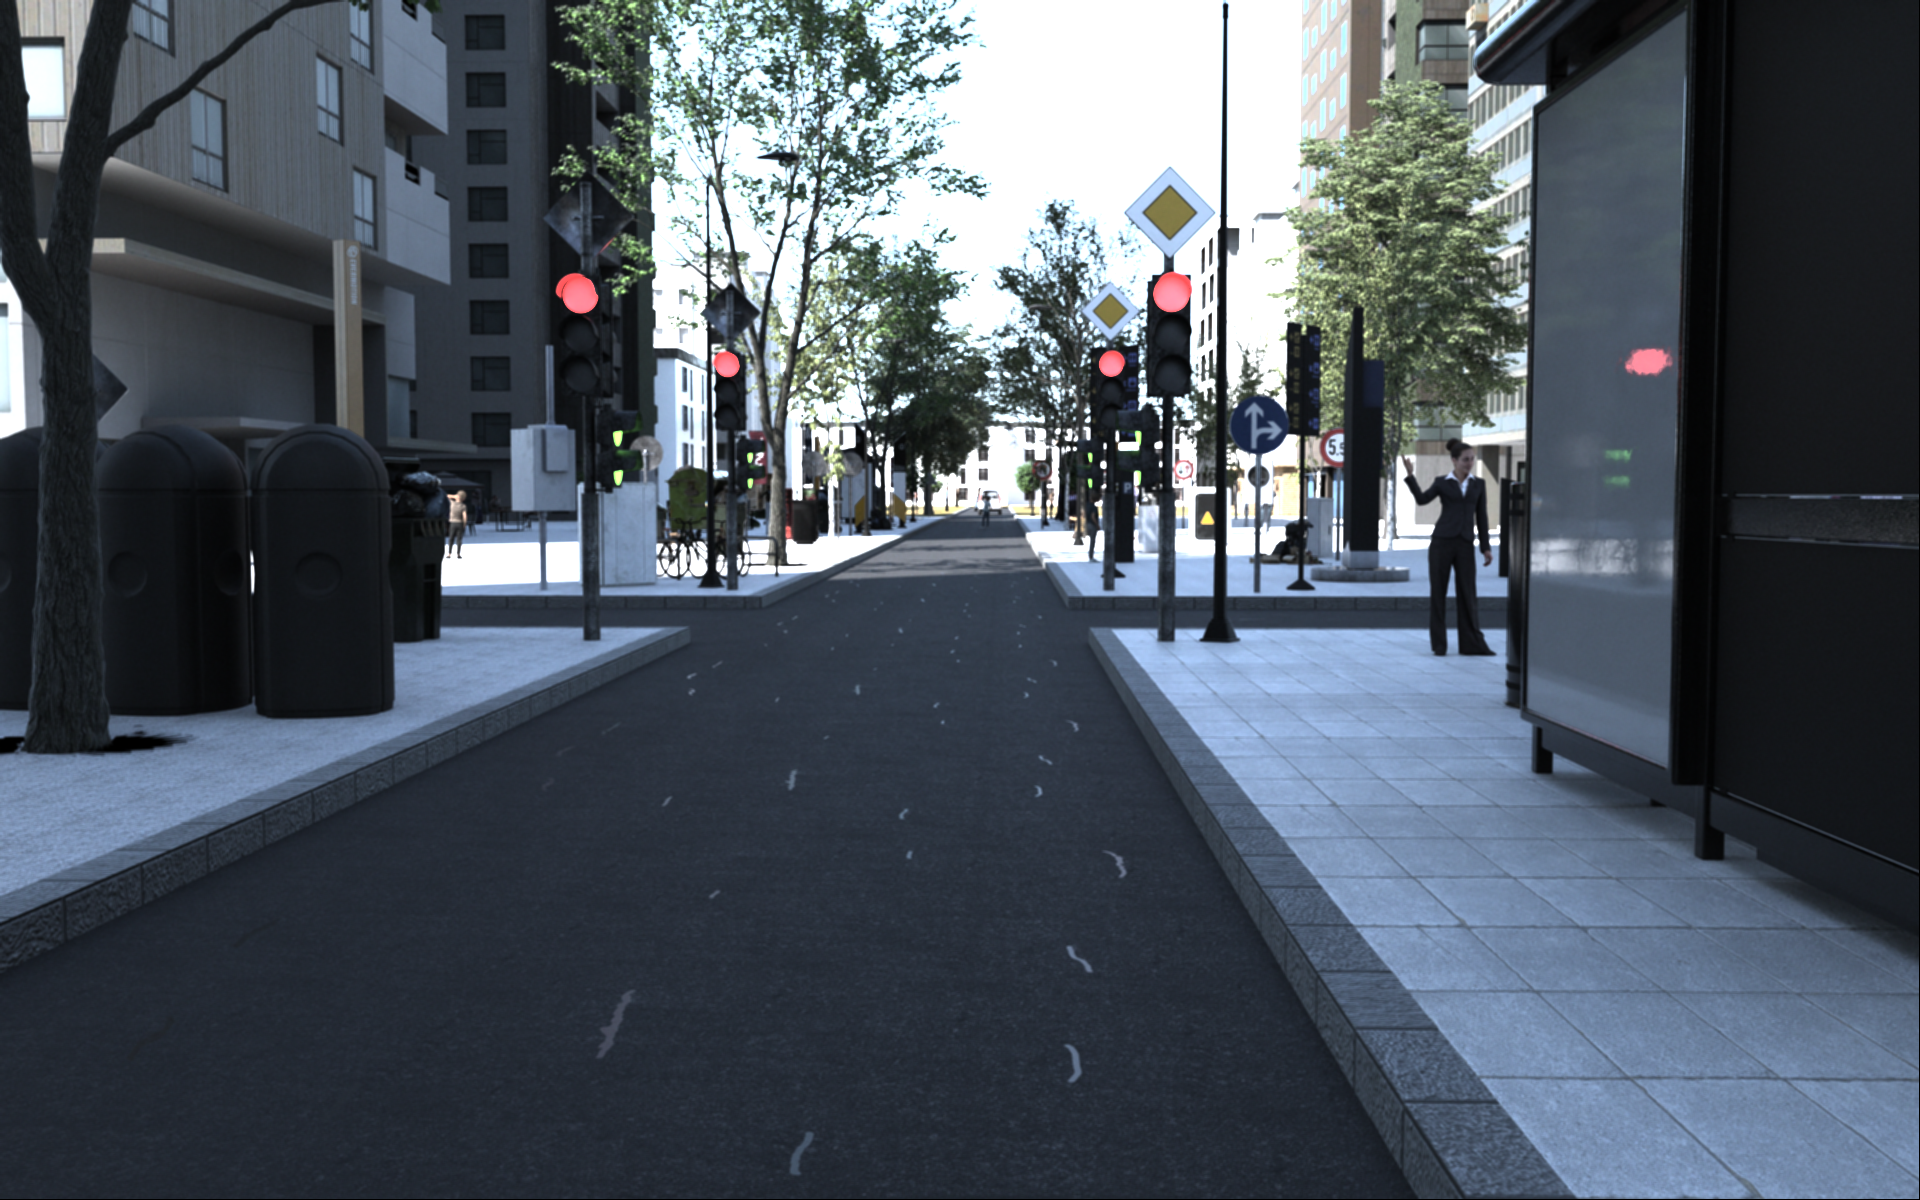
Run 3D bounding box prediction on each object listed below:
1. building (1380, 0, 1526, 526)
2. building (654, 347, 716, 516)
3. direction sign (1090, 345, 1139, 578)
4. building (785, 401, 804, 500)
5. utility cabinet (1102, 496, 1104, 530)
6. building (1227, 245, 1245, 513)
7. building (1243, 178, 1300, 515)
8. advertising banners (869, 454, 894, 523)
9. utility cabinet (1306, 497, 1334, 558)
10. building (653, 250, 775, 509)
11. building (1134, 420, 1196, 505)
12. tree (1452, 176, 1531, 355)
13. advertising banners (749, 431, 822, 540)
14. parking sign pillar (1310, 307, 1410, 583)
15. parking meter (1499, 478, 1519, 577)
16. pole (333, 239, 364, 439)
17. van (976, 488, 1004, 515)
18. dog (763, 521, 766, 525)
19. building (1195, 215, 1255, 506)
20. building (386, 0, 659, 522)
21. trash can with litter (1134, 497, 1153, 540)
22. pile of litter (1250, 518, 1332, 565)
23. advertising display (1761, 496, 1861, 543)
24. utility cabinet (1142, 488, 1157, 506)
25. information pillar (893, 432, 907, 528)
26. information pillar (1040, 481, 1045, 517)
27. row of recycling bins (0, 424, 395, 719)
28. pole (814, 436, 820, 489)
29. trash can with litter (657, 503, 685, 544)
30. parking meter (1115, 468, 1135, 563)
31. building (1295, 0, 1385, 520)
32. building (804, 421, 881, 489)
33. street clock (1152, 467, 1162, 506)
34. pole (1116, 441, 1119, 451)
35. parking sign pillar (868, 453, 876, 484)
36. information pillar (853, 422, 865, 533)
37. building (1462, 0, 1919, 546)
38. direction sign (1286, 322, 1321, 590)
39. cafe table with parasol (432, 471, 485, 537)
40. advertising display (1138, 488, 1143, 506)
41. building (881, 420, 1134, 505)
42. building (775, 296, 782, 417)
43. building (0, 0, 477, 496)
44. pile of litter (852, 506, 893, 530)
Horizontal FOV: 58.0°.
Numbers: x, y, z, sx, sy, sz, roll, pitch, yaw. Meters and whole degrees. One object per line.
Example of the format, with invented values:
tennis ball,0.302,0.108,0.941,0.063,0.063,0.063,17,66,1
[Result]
building,25.585,-18.606,75.908,14.160,30.474,14.107,0,4,1
building,-20.324,-10.463,113.214,9.099,9.664,28.070,0,4,1
direction sign,2.363,-2.117,26.606,0.876,3.537,0.379,3,4,38
building,-28.908,-13.126,156.763,28.070,9.664,9.099,0,4,1
utility cabinet,5.569,-3.099,61.823,1.020,1.237,0.306,3,4,36
building,26.520,-16.195,121.207,16.016,20.091,11.380,0,4,1
building,26.895,-15.452,109.056,16.016,20.091,11.380,0,4,1
advertising banners,-3.662,-5.167,80.671,2.074,3.025,0.090,-3,4,-38
utility cabinet,7.286,-1.458,34.996,0.306,1.237,1.020,2,4,28
building,-23.177,-16.895,132.653,16.016,20.091,11.380,0,4,1
building,33.634,-15.784,200.211,28.070,9.664,9.099,0,4,1
tree,12.629,-5.087,33.531,4.737,8.622,4.395,0,3,0
advertising banners,-4.859,-3.183,48.226,2.074,3.025,0.090,-1,4,-20
parking sign pillar,5.956,-2.276,25.684,1.447,3.967,1.447,0,4,7
parking meter,8.544,-1.124,26.794,0.372,1.533,0.369,0,3,0
pole,-4.933,-1.235,14.029,0.158,3.312,0.155,0,3,0
van,2.109,-6.996,121.400,2.013,2.044,4.112,0,4,1
dog,-7.991,-3.362,72.703,0.550,0.427,0.748,-1,4,-11
building,33.226,-18.295,143.097,27.936,21.610,32.646,0,4,1
building,-23.194,-19.130,84.483,14.160,30.474,14.107,0,4,1
trash can with litter,5.264,-2.288,48.458,1.678,1.210,2.233,-1,4,-17
pile of litter,6.073,-1.100,31.951,1.176,0.858,1.719,-1,4,-23
advertising display,5.130,-0.336,10.703,0.123,1.923,0.974,-1,4,-17
utility cabinet,7.113,-3.464,65.315,0.318,1.500,1.173,0,4,-8
information pillar,-2.277,-4.535,65.508,0.504,3.616,0.183,-1,4,-12
information pillar,4.610,-5.544,95.141,0.304,2.012,0.304,-1,4,-15
row of recycling bins,-5.080,-0.209,10.527,3.534,1.692,1.069,1,4,14
pole,-5.037,-4.110,61.044,0.158,3.312,0.155,0,3,0
trash can with litter,-7.581,-2.031,44.590,1.055,1.170,0.624,0,4,-1
parking meter,3.049,-1.634,32.425,0.399,1.863,0.255,-2,4,-31
building,25.778,-26.897,89.885,14.600,45.320,14.200,0,4,1
building,-22.659,-15.828,200.932,28.070,9.664,9.099,0,4,1
street clock,5.247,-2.530,45.935,0.358,2.002,0.471,1,4,15
pole,6.076,-4.479,67.075,0.158,3.312,0.155,0,3,0
parking sign pillar,-5.103,-6.366,92.549,1.447,3.967,1.447,2,4,34
information pillar,-3.224,-3.976,56.357,0.504,3.616,0.183,2,4,35
building,29.284,-21.946,50.705,23.993,40.220,32.217,0,4,1
direction sign,4.582,-1.907,23.174,0.379,3.537,0.876,3,5,40
cafe table with parasol,-15.523,-2.887,52.067,2.610,1.966,2.610,1,4,21
advertising display,7.128,-3.829,67.819,0.123,1.923,0.974,1,4,17
building,5.423,-15.839,201.122,28.070,9.664,9.099,0,4,1
building,-22.914,-17.590,144.009,16.016,20.091,11.380,0,4,1
building,-31.627,-28.161,49.672,28.713,52.752,27.495,0,4,1
pile of litter,-3.156,-2.941,62.043,1.719,0.858,1.176,-1,4,-15
